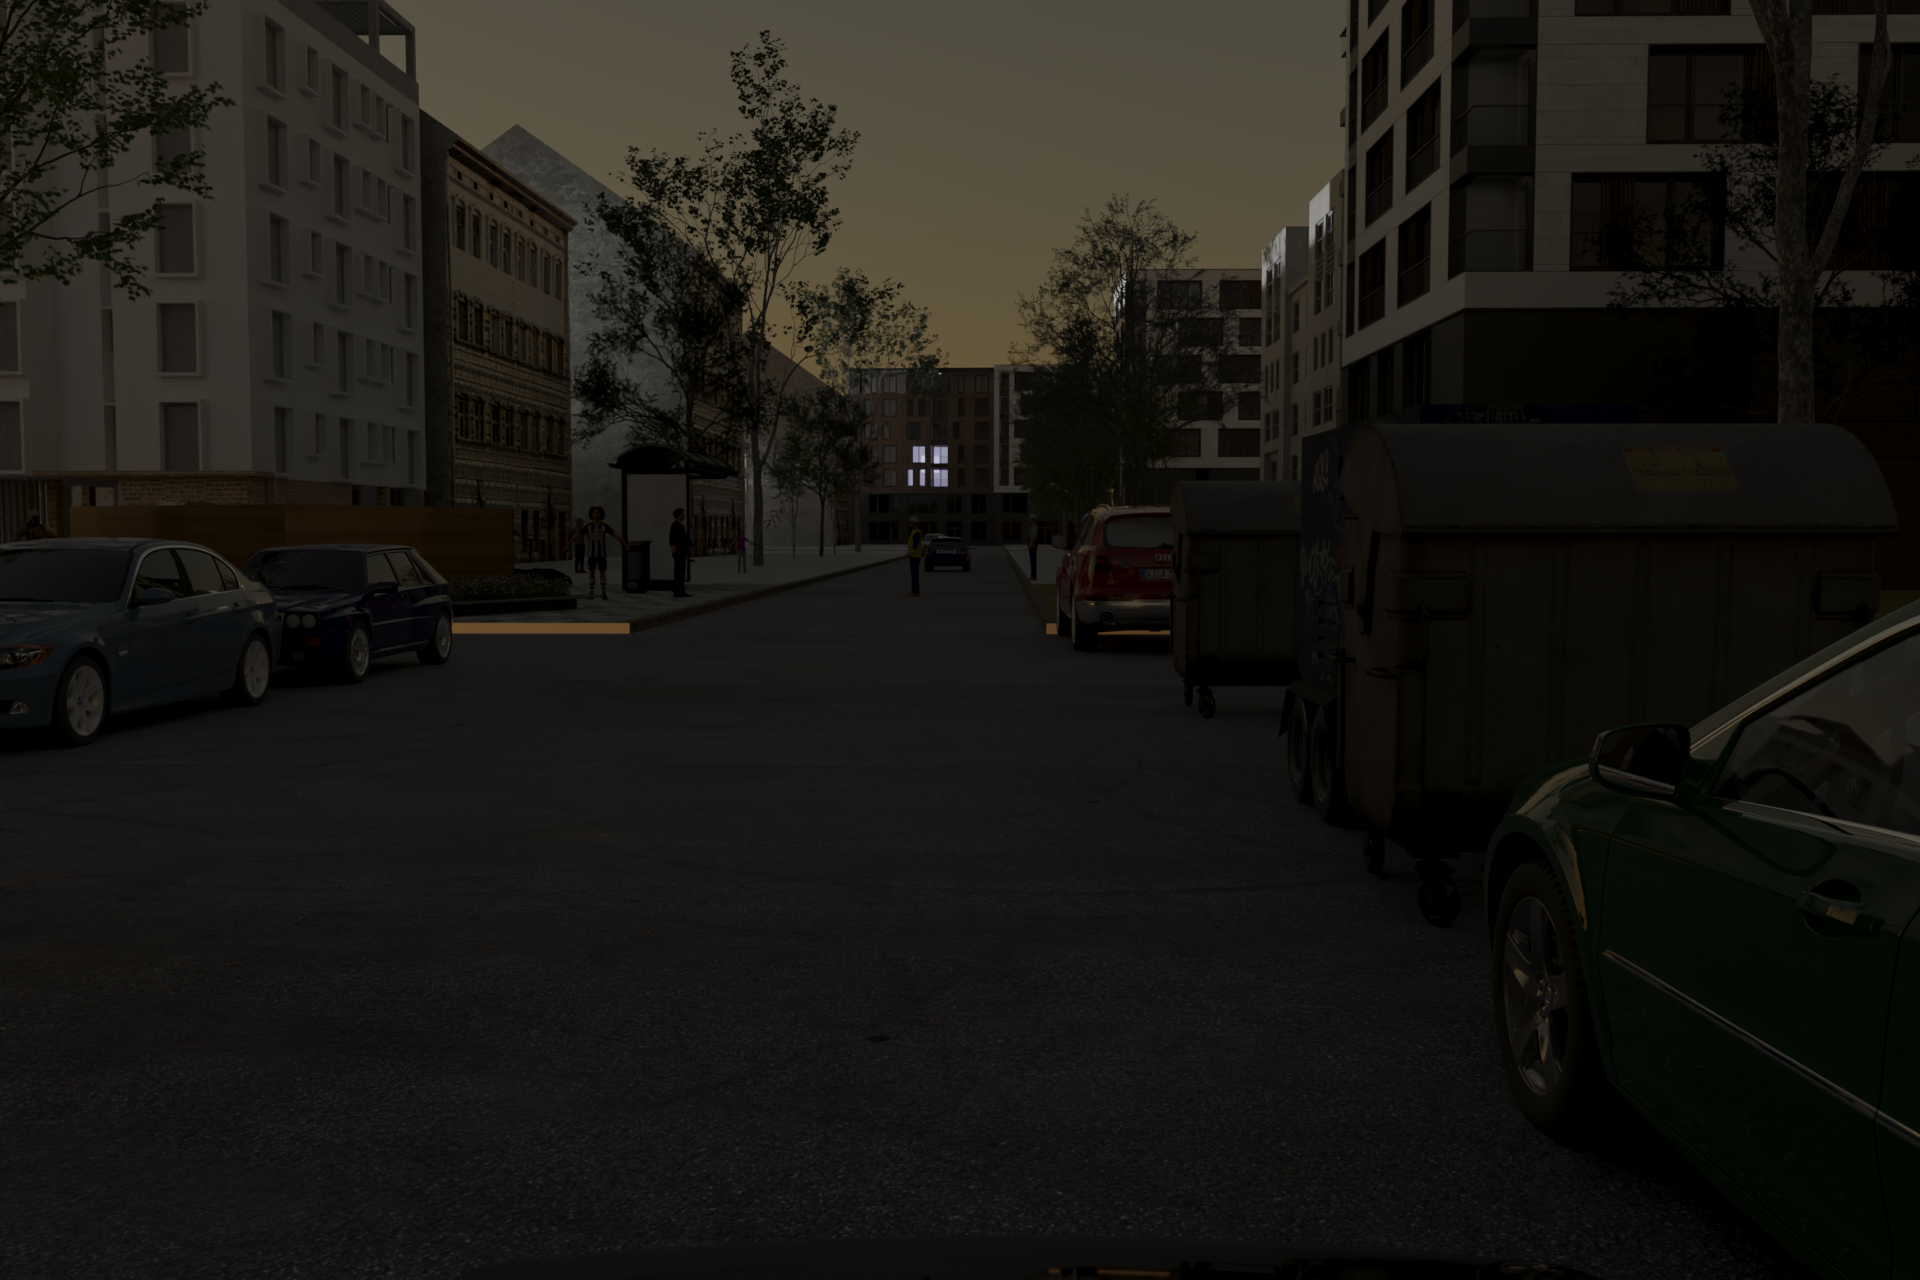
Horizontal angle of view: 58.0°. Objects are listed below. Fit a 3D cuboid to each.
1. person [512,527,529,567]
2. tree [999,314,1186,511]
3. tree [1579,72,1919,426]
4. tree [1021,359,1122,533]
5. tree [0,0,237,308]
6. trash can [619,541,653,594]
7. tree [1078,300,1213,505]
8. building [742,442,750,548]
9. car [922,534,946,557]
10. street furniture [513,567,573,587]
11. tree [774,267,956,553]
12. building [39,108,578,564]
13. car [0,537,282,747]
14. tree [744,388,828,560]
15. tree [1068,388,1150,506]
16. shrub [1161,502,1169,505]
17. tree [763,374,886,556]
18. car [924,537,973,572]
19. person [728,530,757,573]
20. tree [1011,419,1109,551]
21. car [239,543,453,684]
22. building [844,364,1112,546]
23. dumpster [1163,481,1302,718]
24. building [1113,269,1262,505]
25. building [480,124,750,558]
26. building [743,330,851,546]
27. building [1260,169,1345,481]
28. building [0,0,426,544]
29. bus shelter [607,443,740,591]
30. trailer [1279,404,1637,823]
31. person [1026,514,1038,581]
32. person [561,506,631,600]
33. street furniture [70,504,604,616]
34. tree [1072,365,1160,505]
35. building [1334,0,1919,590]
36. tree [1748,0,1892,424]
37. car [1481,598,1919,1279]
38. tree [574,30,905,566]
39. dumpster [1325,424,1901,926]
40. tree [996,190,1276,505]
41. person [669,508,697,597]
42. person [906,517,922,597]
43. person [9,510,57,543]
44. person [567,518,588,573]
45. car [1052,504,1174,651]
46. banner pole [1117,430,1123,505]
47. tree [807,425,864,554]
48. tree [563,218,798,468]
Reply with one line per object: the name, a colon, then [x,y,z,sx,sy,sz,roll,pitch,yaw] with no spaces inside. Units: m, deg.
person: [-15.514,-3.257,59.527,1.348,1.796,0.705,-1,4,-15]
tree: [7.245,-11.408,96.883,12.009,13.543,11.850,0,3,0]
tree: [16.636,-6.045,33.245,8.767,10.594,7.601,-1,4,-23]
tree: [7.309,-11.754,110.305,7.486,12.596,7.792,0,3,0]
tree: [-13.034,-5.840,21.235,9.928,11.665,9.643,0,3,0]
trash can: [-7.018,-1.581,37.505,0.748,1.137,0.748,0,3,0]
tree: [6.420,-6.333,53.914,4.360,8.622,3.978,0,3,0]
building: [-24.050,-13.399,161.227,9.099,9.664,28.070,0,4,0]
car: [-1.544,-5.849,107.421,2.131,1.459,4.920,0,4,2]
street furniture: [-12.423,-1.493,40.032,5.734,0.657,10.072,0,4,5]
tree: [-6.644,-16.236,121.354,12.611,20.169,13.585,0,3,0]
building: [-28.477,-14.946,75.299,19.493,23.208,18.063,0,4,2]
car: [-6.739,-0.072,13.183,2.014,1.417,4.499,0,4,1]
tree: [-8.245,-8.348,86.844,4.360,8.622,3.978,0,3,0]
tree: [6.899,-8.173,83.984,4.360,8.622,3.978,0,3,0]
shrub: [4.513,-2.002,36.773,1.661,2.075,1.752,0,3,0]
tree: [-7.715,-10.128,100.012,7.601,10.594,8.767,-2,4,-29]
car: [-0.462,-3.332,67.053,1.945,1.354,3.894,0,4,2]
person: [-7.259,-2.967,57.774,0.991,1.433,0.599,-2,4,-24]
tree: [7.553,-12.979,130.332,7.486,12.596,7.792,0,3,0]
car: [-6.563,-0.319,17.798,1.945,1.354,3.894,0,4,2]
building: [2.828,-22.935,221.419,32.646,21.610,27.936,0,4,4]
dumpster: [2.619,-0.350,13.946,1.865,1.857,1.264,0,4,0]
building: [27.041,-18.704,149.788,27.936,21.610,32.646,0,4,1]
building: [-23.461,-16.606,102.443,19.493,23.208,18.063,0,4,2]
building: [-22.466,-22.303,195.578,19.493,23.208,18.063,0,4,1]
building: [26.942,-13.821,92.435,16.747,18.905,31.486,0,4,1]
building: [-25.277,-11.932,51.516,16.016,20.090,11.380,0,4,2]
bus shelter: [-6.730,-2.905,41.419,2.014,3.302,5.546,0,4,3]
trailer: [2.502,-0.156,9.598,1.471,1.999,3.904,0,4,0]
person: [1.988,-2.572,47.906,0.705,1.847,1.347,0,3,0]
person: [-7.123,-1.702,33.979,1.345,1.843,0.704,0,4,-5]
street furniture: [-10.751,-1.249,27.269,11.010,1.723,9.812,2,4,26]
tree: [7.133,-7.635,75.195,4.360,8.622,3.978,0,3,0]
building: [25.718,-12.905,54.966,27.936,21.610,32.646,0,4,1]
tree: [7.749,-9.928,18.213,12.611,20.169,13.585,0,3,0]
car: [2.280,0.555,2.732,2.131,1.459,4.920,0,3,0]
tree: [-8.618,-12.963,67.829,12.611,20.169,13.585,0,3,0]
dumpster: [2.454,0.087,6.786,1.865,1.857,1.264,0,4,1]
tree: [6.381,-9.272,61.965,12.009,13.543,11.850,0,3,0]
person: [-5.678,-1.777,35.243,0.705,1.806,1.347,1,4,10]
person: [-1.075,-1.921,39.834,0.705,1.833,1.349,0,4,-5]
person: [-21.775,-2.142,40.793,0.705,1.858,1.354,3,5,40]
person: [-12.500,-3.114,57.039,1.348,1.813,0.705,2,4,33]
car: [2.381,-0.863,22.783,2.281,1.827,5.304,0,4,0]
banner pole: [3.852,-3.158,41.646,0.401,3.779,0.863,0,4,2]
tree: [-8.066,-9.844,111.310,4.360,8.622,3.978,0,3,0]
tree: [-8.653,-7.205,52.215,8.767,10.594,7.601,2,4,35]
